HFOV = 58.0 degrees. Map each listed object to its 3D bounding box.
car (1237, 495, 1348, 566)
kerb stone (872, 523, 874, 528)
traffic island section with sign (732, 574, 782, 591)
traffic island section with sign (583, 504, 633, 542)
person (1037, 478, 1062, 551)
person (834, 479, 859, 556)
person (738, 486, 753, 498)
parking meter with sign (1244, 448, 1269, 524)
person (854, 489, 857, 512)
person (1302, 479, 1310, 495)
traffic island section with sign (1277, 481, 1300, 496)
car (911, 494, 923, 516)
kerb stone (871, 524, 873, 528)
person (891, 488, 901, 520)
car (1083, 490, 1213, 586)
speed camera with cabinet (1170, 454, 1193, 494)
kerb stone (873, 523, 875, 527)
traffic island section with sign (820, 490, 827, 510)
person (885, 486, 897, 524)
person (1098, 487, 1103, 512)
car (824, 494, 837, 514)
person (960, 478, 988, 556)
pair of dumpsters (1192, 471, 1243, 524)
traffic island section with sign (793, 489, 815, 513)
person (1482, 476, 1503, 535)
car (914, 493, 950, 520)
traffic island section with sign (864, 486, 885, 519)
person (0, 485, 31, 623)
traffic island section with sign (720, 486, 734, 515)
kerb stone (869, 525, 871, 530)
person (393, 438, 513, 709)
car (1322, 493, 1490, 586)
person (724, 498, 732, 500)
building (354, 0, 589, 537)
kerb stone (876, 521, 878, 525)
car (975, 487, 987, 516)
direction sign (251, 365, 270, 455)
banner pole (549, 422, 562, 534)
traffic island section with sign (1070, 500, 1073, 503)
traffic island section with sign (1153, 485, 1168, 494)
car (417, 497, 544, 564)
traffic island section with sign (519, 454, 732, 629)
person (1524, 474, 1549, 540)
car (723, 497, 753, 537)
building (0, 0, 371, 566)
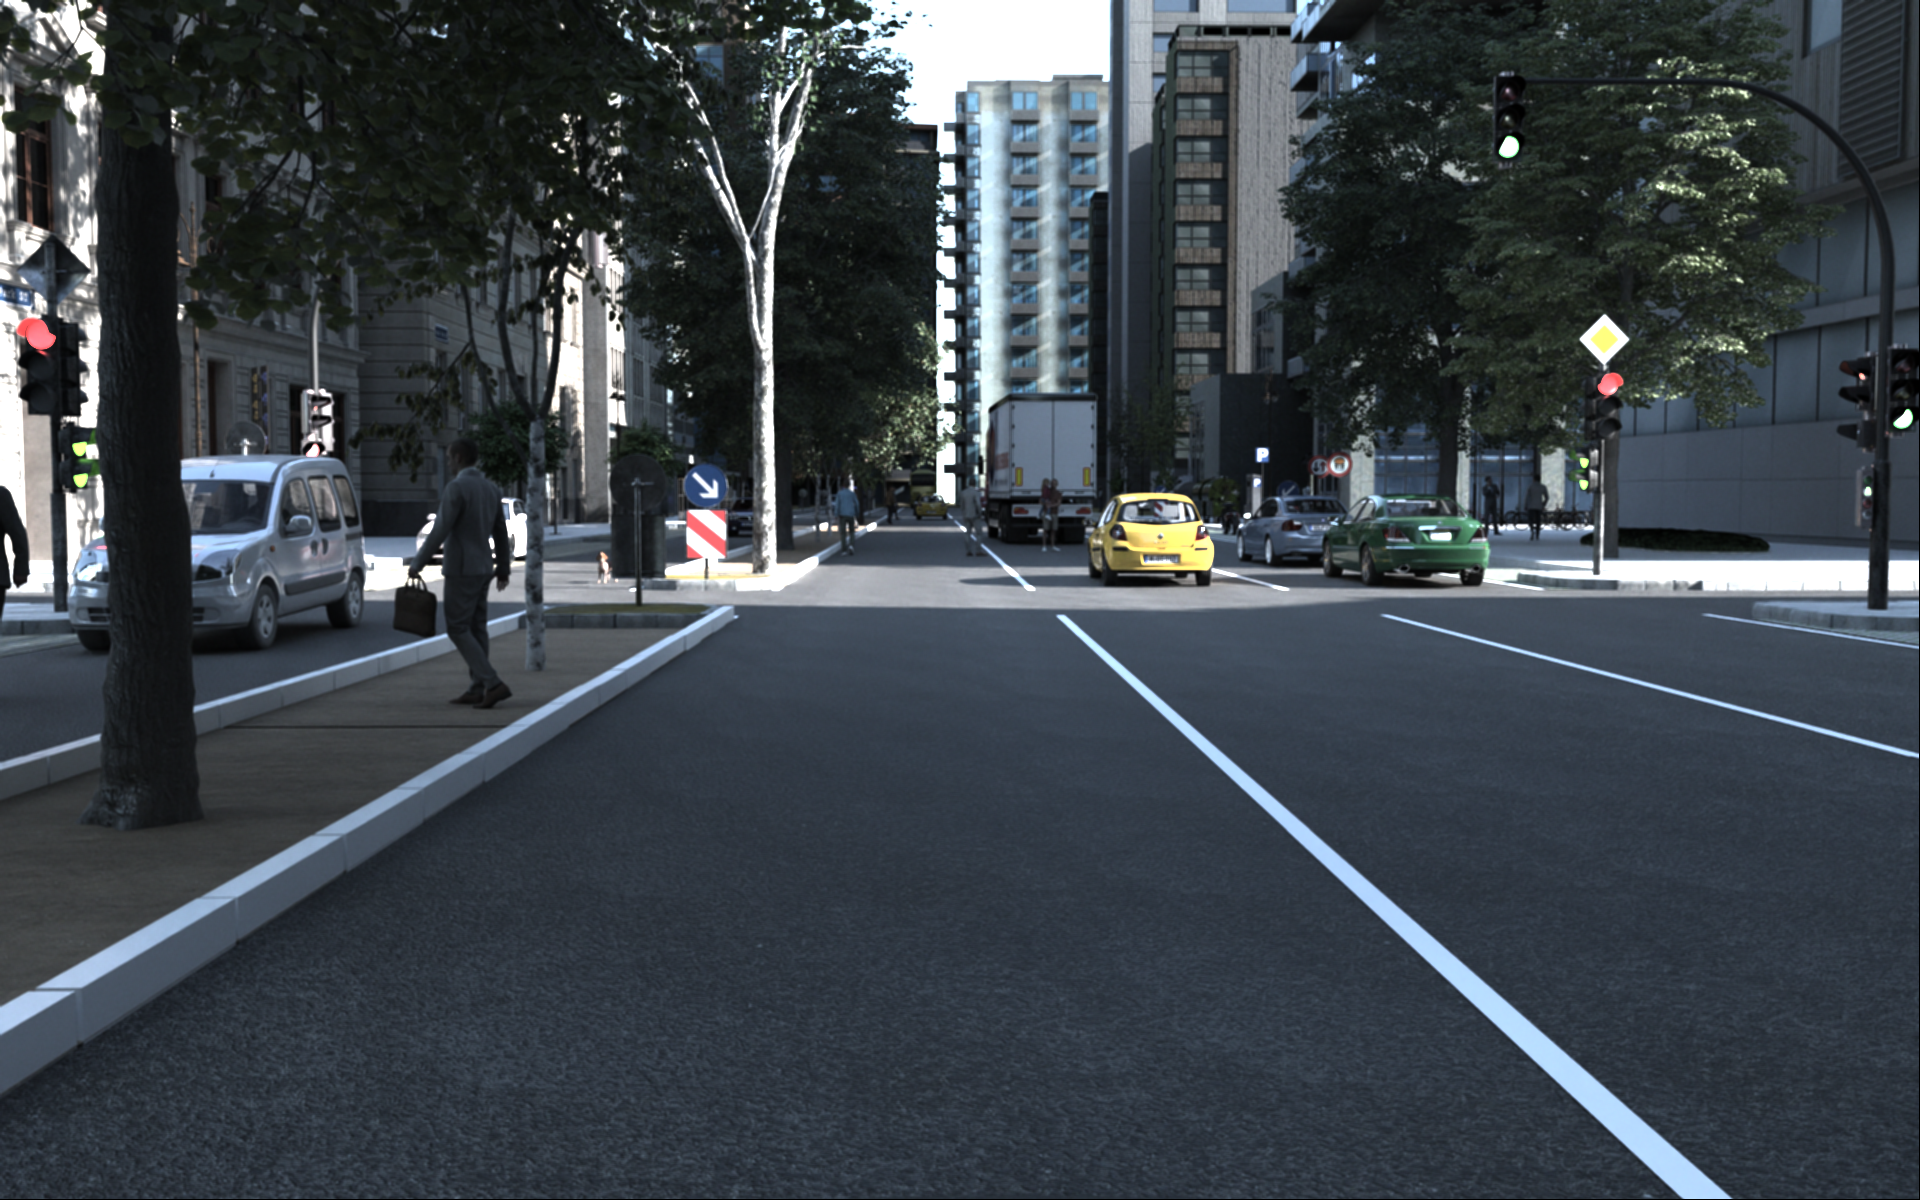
[{"bbox_3d":[6.915,-1.442,35.582,2.014,1.417,4.499,0,4,-2],"label":"car"},{"bbox_3d":[-3.655,-2.930,70.103,0.120,0.150,1.000,0,4,-1],"label":"kerb stone"},{"bbox_3d":[-3.821,-1.133,26.656,2.006,1.907,1.989,0,4,-1],"label":"traffic island section with sign"},{"bbox_3d":[-10.158,-2.655,52.034,1.989,1.847,2.006,0,4,-1],"label":"traffic island section with sign"},{"bbox_3d":[2.227,-2.133,43.344,0.573,1.828,0.580,2,4,35],"label":"person"},{"bbox_3d":[-2.632,-1.923,40.283,0.601,1.785,0.444,-1,4,-8],"label":"person"},{"bbox_3d":[-14.104,-6.634,114.526,1.348,1.823,0.705,1,4,11],"label":"person"},{"bbox_3d":[11.241,-4.267,66.020,0.543,3.016,1.738,-1,4,-9],"label":"parking meter with sign"},{"bbox_3d":[-6.623,-6.157,109.879,1.217,1.743,0.721,1,4,22],"label":"person"},{"bbox_3d":[11.940,-3.230,59.042,0.511,1.800,0.466,-2,4,-28],"label":"person"},{"bbox_3d":[9.567,-2.645,51.867,1.989,1.847,2.006,0,4,-1],"label":"traffic island section with sign"},{"bbox_3d":[-2.215,-6.416,114.694,2.009,1.686,4.222,0,4,-3],"label":"car"},{"bbox_3d":[-3.637,-2.868,69.081,0.120,0.150,1.000,0,4,-1],"label":"kerb stone"},{"bbox_3d":[-3.668,-5.378,96.532,0.767,1.812,0.694,0,4,1],"label":"person"},{"bbox_3d":[3.062,-1.112,28.406,2.015,1.641,3.980,0,4,0],"label":"car"},{"bbox_3d":[10.911,-5.572,85.440,0.660,3.252,2.038,-1,4,-10],"label":"speed camera with cabinet"},{"bbox_3d":[-3.679,-2.993,71.125,0.120,0.150,1.000,0,4,-1],"label":"kerb stone"},{"bbox_3d":[-12.250,-9.049,156.578,1.989,1.847,2.006,0,4,-1],"label":"traffic island section with sign"},{"bbox_3d":[-3.311,-4.557,82.912,0.656,1.842,0.836,1,4,16],"label":"person"},{"bbox_3d":[10.025,-7.200,123.839,0.705,1.814,1.350,0,4,6],"label":"person"},{"bbox_3d":[-8.701,-6.864,124.233,2.014,1.417,4.499,0,4,-3],"label":"car"},{"bbox_3d":[0.289,-1.926,40.093,0.635,1.810,0.391,2,4,31],"label":"person"},{"bbox_3d":[11.187,-4.450,75.252,1.574,2.255,4.437,0,4,-1],"label":"pair of dumpsters"},{"bbox_3d":[-11.716,-7.401,129.628,1.989,1.847,2.006,0,4,-1],"label":"traffic island section with sign"},{"bbox_3d":[16.736,-2.972,54.444,0.655,1.846,0.447,0,4,-5],"label":"person"},{"bbox_3d":[-1.573,-5.336,97.468,2.015,1.641,3.980,0,4,0],"label":"car"},{"bbox_3d":[-5.337,-5.727,101.780,2.006,1.907,1.989,0,4,-1],"label":"traffic island section with sign"},{"bbox_3d":[-6.724,-0.176,11.772,0.661,1.777,0.834,-1,4,-13],"label":"person"},{"bbox_3d":[-10.716,-4.350,79.755,1.989,1.847,2.006,0,4,-1],"label":"traffic island section with sign"},{"bbox_3d":[-3.579,-2.680,66.011,0.120,0.150,1.000,0,4,-1],"label":"kerb stone"},{"bbox_3d":[-3.344,-0.187,11.679,0.853,1.813,0.709,1,4,18],"label":"person"},{"bbox_3d":[7.235,-1.019,28.454,2.131,1.459,4.920,0,4,0],"label":"car"},{"bbox_3d":[-10.866,-4.443,81.499,0.624,1.780,0.694,-2,4,-33],"label":"person"},{"bbox_3d":[-21.811,-16.257,63.066,12.463,27.353,25.104,0,4,-1],"label":"building"},{"bbox_3d":[-3.762,-3.243,75.220,0.120,0.150,1.000,0,4,-1],"label":"kerb stone"},{"bbox_3d":[1.496,-5.380,96.636,2.281,1.827,5.304,0,3,0],"label":"car"},{"bbox_3d":[-12.437,-2.377,30.859,0.379,3.537,0.876,-3,4,-39],"label":"direction sign"},{"bbox_3d":[-12.913,-3.990,55.257,0.401,3.779,0.863,-1,4,-10],"label":"banner pole"},{"bbox_3d":[8.024,-7.377,129.238,1.989,1.847,2.006,0,4,-1],"label":"traffic island section with sign"},{"bbox_3d":[9.013,-4.339,79.578,1.989,1.847,2.006,0,4,-1],"label":"traffic island section with sign"},{"bbox_3d":[-10.065,-1.484,36.633,2.083,1.381,4.827,0,4,-2],"label":"car"},{"bbox_3d":[-3.682,-0.680,19.250,2.006,1.907,1.989,0,4,-1],"label":"traffic island section with sign"},{"bbox_3d":[16.030,-2.585,48.149,0.661,1.843,0.795,1,4,10],"label":"person"},{"bbox_3d":[-7.074,-2.856,59.276,1.945,1.354,3.894,0,4,-3],"label":"car"},{"bbox_3d":[-22.089,-12.431,39.403,11.583,22.565,21.152,0,4,-1],"label":"building"}]
